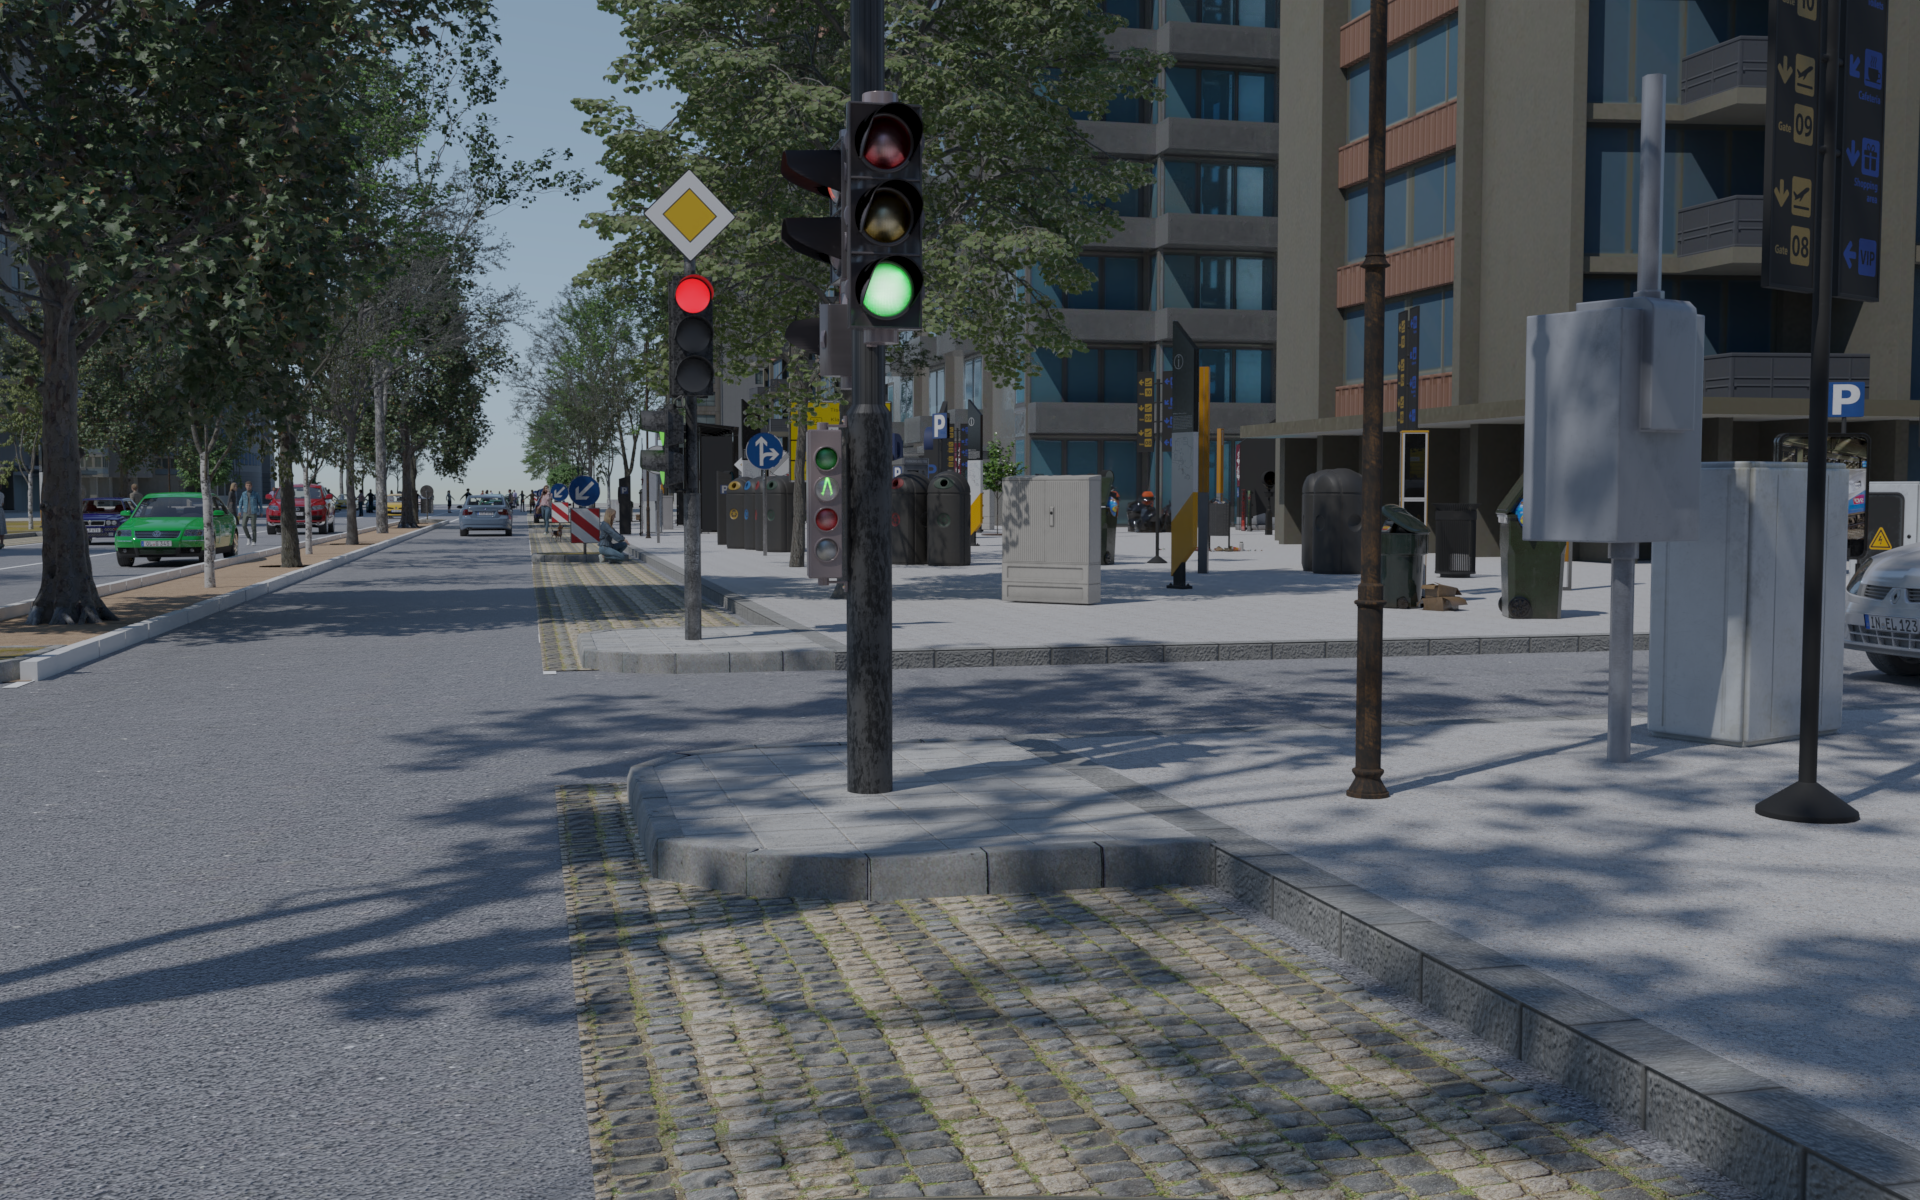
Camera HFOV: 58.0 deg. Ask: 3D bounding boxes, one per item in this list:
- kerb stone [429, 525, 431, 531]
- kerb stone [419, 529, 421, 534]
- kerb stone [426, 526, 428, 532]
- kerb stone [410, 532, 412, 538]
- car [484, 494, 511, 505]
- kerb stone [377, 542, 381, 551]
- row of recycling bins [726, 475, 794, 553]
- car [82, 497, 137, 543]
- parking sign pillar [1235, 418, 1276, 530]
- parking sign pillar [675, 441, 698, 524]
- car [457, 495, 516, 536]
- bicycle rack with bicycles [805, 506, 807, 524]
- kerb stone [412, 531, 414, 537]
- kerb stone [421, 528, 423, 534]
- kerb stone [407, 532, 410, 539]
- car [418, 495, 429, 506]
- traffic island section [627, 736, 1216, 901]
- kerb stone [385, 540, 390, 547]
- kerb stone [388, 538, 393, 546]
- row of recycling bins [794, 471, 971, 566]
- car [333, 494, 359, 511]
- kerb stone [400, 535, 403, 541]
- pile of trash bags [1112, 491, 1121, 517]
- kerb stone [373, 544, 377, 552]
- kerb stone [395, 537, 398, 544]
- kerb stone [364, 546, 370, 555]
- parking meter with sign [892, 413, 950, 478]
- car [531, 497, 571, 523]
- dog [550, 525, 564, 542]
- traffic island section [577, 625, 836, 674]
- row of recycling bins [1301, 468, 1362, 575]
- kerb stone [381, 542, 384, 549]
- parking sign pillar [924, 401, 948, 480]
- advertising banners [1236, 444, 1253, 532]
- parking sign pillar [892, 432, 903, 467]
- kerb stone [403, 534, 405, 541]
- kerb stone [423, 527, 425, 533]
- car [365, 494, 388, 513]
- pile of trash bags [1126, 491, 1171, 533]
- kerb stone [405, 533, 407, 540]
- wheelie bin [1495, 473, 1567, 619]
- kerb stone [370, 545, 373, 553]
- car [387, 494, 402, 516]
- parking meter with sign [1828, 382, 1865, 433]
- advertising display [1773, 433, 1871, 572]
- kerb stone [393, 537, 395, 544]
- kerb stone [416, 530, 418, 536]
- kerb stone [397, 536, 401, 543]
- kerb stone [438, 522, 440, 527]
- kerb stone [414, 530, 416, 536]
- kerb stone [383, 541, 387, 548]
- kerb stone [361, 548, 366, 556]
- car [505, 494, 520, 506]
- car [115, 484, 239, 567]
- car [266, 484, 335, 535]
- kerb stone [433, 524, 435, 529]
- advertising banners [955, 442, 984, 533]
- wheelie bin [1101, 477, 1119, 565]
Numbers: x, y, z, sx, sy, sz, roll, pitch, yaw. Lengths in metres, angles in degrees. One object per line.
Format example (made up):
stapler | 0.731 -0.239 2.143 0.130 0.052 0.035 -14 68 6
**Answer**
kerb stone | -20.486 -2.705 66.421 0.120 0.150 1.000 -1 4 -14
kerb stone | -18.982 -2.338 60.429 0.120 0.150 1.000 -1 4 -14
kerb stone | -19.989 -2.580 64.423 0.120 0.150 1.000 -1 4 -14
kerb stone | -17.730 -2.034 55.458 0.120 0.150 1.000 -1 4 -14
car | -29.045 -5.876 107.876 2.131 1.459 4.920 -1 4 -16
kerb stone | -14.739 -1.306 43.553 0.120 0.150 1.000 -1 4 -14
row of recycling bins | -4.429 -1.984 39.547 1.069 1.692 3.534 -2 4 -26
car | -24.701 -2.286 49.955 1.945 1.354 3.894 -1 4 -16
parking sign pillar | 10.572 -4.487 61.833 1.447 3.967 1.447 0 4 -1
parking sign pillar | -11.733 -5.324 75.519 1.447 3.967 1.447 1 4 10
car | -16.432 -2.941 60.085 2.014 1.417 4.499 -1 4 -14
bicycle rack with bicycles | -6.080 -3.696 73.809 2.852 0.926 2.925 -3 4 -39
kerb stone | -17.985 -2.094 56.451 0.120 0.150 1.000 -1 4 -14
kerb stone | -19.237 -2.400 61.442 0.120 0.150 1.000 -1 4 -14
kerb stone | -17.484 -1.974 54.466 0.120 0.150 1.000 -1 4 -14
car | -58.789 -10.830 189.432 2.083 1.381 4.827 -1 4 -13
traffic island section | -0.380 0.903 7.519 2.009 0.180 2.903 -1 4 -14
kerb stone | -15.495 -1.482 46.524 0.120 0.150 1.000 -1 4 -14
kerb stone | -15.734 -1.549 47.518 0.120 0.150 1.000 -1 4 -14
row of recycling bins | -1.302 -1.515 31.881 3.534 1.692 1.069 2 4 34
car | -52.360 -8.418 147.864 2.015 1.641 3.980 -1 4 -13
kerb stone | -16.736 -1.792 51.488 0.120 0.150 1.000 -1 4 -14
pile of trash bags | 3.573 -2.898 57.140 3.447 1.369 1.912 0 4 6
kerb stone | -14.492 -1.246 42.561 0.120 0.150 1.000 -1 4 -14
kerb stone | -16.235 -1.670 49.505 0.120 0.150 1.000 -1 4 -14
kerb stone | -13.994 -1.121 40.564 0.120 0.150 1.000 -1 4 -14
parking meter with sign | -1.077 -2.486 36.900 1.738 3.016 0.543 -3 4 -36
car | -20.336 -4.503 86.207 1.945 1.354 3.894 -1 4 -13
dog | -12.096 -1.999 51.975 0.540 0.507 0.406 0 4 6
traffic island section | -2.327 0.429 15.264 2.009 0.180 2.903 -1 4 -14
row of recycling bins | 6.265 -1.353 29.229 1.069 1.692 3.534 0 4 7
kerb stone | -14.984 -1.362 44.545 0.120 0.150 1.000 -1 4 -14
parking sign pillar | -0.691 -3.746 49.716 1.447 3.967 1.447 1 4 12
advertising banners | 9.805 -3.890 59.792 0.090 3.025 2.074 0 4 -6
parking sign pillar | -2.196 -4.111 55.683 1.447 3.967 1.447 1 4 12
kerb stone | -16.986 -1.852 52.479 0.120 0.150 1.000 -1 4 -14
kerb stone | -19.483 -2.461 62.439 0.120 0.150 1.000 -1 4 -14
car | -45.017 -7.498 134.392 2.131 1.459 4.920 -1 4 -14
pile of trash bags | 6.584 -2.999 58.792 1.912 1.369 3.447 0 4 -4
kerb stone | -17.240 -1.911 53.474 0.120 0.150 1.000 -1 4 -14
wheelie bin | 5.965 -0.618 18.014 0.693 1.594 0.980 0 4 8
kerb stone | -14.246 -1.183 41.565 0.120 0.150 1.000 -1 4 -14
car | -32.962 -5.587 101.563 2.015 1.641 3.980 -1 4 -15
parking meter with sign | 13.943 -1.929 27.807 0.543 3.016 1.738 1 4 13
advertising display | 9.123 -0.805 18.378 0.974 1.923 0.123 0 4 0
kerb stone | -15.992 -1.610 48.512 0.120 0.150 1.000 -1 4 -14
kerb stone | -18.484 -2.216 58.444 0.120 0.150 1.000 -1 4 -14
kerb stone | -16.481 -1.727 50.497 0.120 0.150 1.000 -1 4 -14
kerb stone | -22.239 -3.130 73.377 0.120 0.150 1.000 -1 4 -14
kerb stone | -18.233 -2.156 57.443 0.120 0.150 1.000 -1 4 -14
kerb stone | -15.242 -1.419 45.534 0.120 0.150 1.000 -1 4 -14
kerb stone | -13.747 -1.061 39.572 0.120 0.150 1.000 -1 4 -14
car | -54.024 -12.024 208.381 2.131 1.459 4.920 -1 4 -16
car | -16.122 -1.649 35.761 1.959 1.807 4.718 -1 4 -14
car | -23.931 -3.319 62.941 2.281 1.827 5.304 -1 4 -16
kerb stone | -21.235 -2.887 69.398 0.120 0.150 1.000 -1 4 -14
advertising banners | 0.274 -3.775 57.914 0.090 3.025 2.074 -2 4 -27
wheelie bin | 2.462 -1.444 31.513 0.980 1.594 0.693 2 4 26
